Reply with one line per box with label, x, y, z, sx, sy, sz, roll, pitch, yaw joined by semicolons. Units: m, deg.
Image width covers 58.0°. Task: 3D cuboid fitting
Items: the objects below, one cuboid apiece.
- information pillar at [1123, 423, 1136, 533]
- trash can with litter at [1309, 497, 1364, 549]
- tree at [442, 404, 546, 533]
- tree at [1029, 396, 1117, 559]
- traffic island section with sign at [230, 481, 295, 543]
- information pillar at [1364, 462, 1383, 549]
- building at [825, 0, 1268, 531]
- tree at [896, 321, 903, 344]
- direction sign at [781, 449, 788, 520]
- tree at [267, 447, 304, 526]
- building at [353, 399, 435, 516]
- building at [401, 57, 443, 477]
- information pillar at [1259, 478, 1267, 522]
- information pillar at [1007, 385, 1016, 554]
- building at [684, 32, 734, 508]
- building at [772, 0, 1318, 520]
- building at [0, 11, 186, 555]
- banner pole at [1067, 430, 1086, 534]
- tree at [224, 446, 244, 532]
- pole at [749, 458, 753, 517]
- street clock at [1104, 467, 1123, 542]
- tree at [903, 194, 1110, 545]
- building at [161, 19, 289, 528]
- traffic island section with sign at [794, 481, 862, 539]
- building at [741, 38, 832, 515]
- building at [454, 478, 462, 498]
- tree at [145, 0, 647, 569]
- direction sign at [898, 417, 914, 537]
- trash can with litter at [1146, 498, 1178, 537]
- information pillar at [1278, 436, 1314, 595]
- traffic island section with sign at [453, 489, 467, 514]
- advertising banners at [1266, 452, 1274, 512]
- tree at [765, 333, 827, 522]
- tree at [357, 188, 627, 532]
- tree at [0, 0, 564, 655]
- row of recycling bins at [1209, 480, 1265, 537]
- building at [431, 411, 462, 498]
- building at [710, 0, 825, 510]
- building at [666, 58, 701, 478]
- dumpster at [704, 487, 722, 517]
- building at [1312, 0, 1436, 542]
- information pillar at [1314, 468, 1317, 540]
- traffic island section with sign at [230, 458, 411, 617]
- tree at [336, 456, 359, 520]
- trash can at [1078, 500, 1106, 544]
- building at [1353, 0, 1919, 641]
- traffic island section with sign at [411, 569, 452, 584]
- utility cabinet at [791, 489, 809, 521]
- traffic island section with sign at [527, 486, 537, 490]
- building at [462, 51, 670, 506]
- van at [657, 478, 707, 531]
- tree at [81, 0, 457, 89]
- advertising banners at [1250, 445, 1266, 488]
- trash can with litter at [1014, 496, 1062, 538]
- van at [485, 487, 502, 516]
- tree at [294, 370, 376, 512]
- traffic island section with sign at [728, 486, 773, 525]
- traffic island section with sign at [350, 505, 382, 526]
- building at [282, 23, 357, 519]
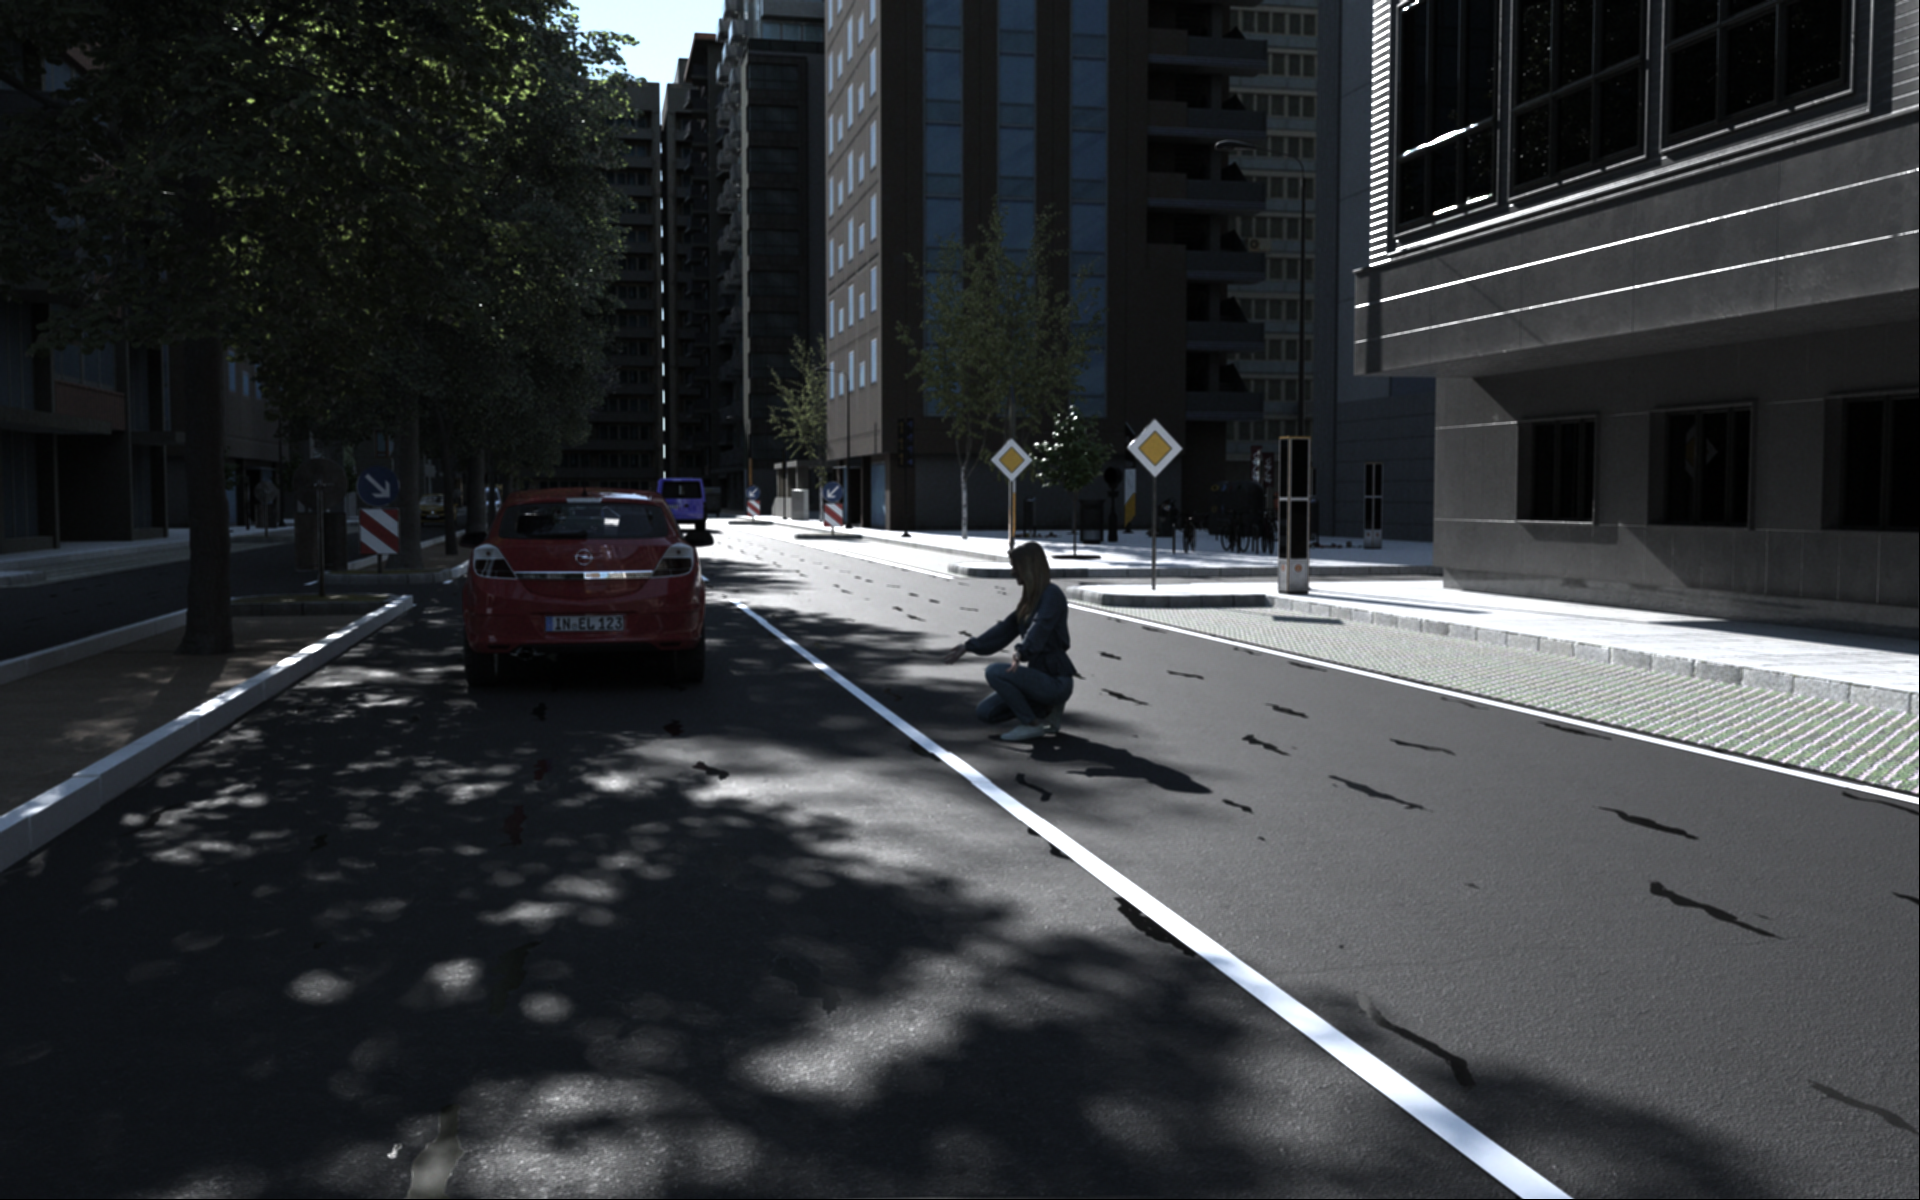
information pillar;5.564;-3.996;56.690;0.183;3.616;0.504;-2;4;-32
trash can with litter;8.725;-1.854;41.375;2.233;1.210;1.678;-1;4;-13
tree;-15.745;-6.386;57.226;4.737;8.622;4.395;0;3;0
tree;2.161;-2.441;34.515;1.663;3.219;1.824;0;3;0
traffic island section with sign;-20.674;-2.624;51.530;1.989;1.847;2.006;-1;4;-12
information pillar;9.644;-2.197;40.415;0.304;2.012;0.304;-2;4;-32
building;2.572;-25.489;66.856;14.600;45.320;14.200;-1;4;-12
tree;0.163;-6.010;48.633;4.737;8.622;4.395;0;3;0
direction sign;-8.774;-5.784;86.564;0.379;3.537;0.876;0;4;6
tree;-27.228;-4.676;71.050;1.663;3.219;1.824;0;3;0
building;-49.682;-16.318;111.839;27.650;21.520;28.899;-1;4;-12
building;-56.263;-33.579;138.261;28.713;52.752;27.495;-1;4;-12
information pillar;13.895;-4.587;79.496;0.304;2.012;0.304;-1;4;-21
information pillar;1.122;-2.800;37.139;0.183;3.616;0.504;0;4;-5
building;-14.921;-31.309;166.523;22.147;44.769;28.867;-1;4;-12
building;6.325;-24.684;95.469;32.217;40.220;23.993;-1;4;-12
building;-31.146;-23.563;39.885;22.147;44.769;28.867;-1;4;-12
banner pole;3.787;-4.013;55.623;0.401;3.779;0.863;3;5;44
tree;-25.021;-3.895;58.285;1.663;3.219;1.824;0;3;0
pole;-11.788;-6.342;97.538;0.158;3.312;0.155;0;3;0
street clock;4.107;-2.565;46.500;0.471;2.002;0.358;3;5;44
tree;1.543;-5.697;43.501;4.737;8.622;4.395;0;3;0
building;-35.715;-25.622;69.038;14.600;45.320;14.200;-1;4;-12
traffic island section with sign;-4.263;-2.853;55.267;1.989;1.847;2.006;-1;4;-12
building;-7.581;-21.000;115.049;14.160;30.474;14.107;-1;4;-12
building;-67.882;-30.697;193.774;23.993;40.220;32.217;-1;4;-12
tree;-10.348;-7.507;31.852;9.857;13.997;8.962;0;3;0
direction sign;-1.612;-3.637;51.464;0.379;3.537;0.876;-2;4;-32
trash can with litter;5.991;-2.465;51.685;0.624;1.170;1.055;-3;5;-42
information pillar;4.284;-1.084;22.214;0.304;2.012;0.304;-1;4;-15
traffic island section with sign;-36.992;-7.283;127.709;1.989;1.847;2.006;-1;4;-12
advertising banners;13.717;-4.690;72.871;2.074;3.025;0.090;0;4;3
tree;-6.517;-7.827;78.328;4.360;8.622;3.978;0;3;0
tree;-17.724;-9.326;65.303;12.009;13.543;11.850;0;3;0
tree;-6.913;-5.806;15.519;7.486;12.596;7.792;0;3;0
row of recycling bins;8.552;-2.834;53.453;1.069;1.692;3.534;-1;4;-8
building;-55.351;-29.531;166.426;14.086;41.232;14.154;-1;4;-12
building;-7.523;-31.687;137.696;23.786;49.044;30.456;-1;4;-12
building;-23.175;-35.145;198.320;21.600;48.544;21.300;-1;4;-12
dumpster;-15.695;-6.044;107.037;1.865;1.857;1.264;-1;4;-13
building;26.420;-30.845;46.323;28.212;58.520;21.231;-1;4;-12
information pillar;9.689;-2.665;48.064;0.304;2.012;0.304;2;4;35
traffic island section with sign;-7.910;-0.797;21.168;2.006;1.907;1.989;-1;4;-12
tree;-30.810;-5.677;87.417;1.663;3.219;1.824;0;3;0
trash can;3.392;-2.014;44.582;0.748;1.137;0.748;0;3;0
building;14.909;-11.643;9.436;14.314;24.678;30.058;-1;4;-12
traffic island section with sign;-9.451;-1.240;28.413;2.006;1.907;1.989;-1;4;-12
utility cabinet;-7.678;-4.547;83.029;0.318;1.500;1.173;-2;4;-35
traffic island section with sign;-25.193;-5.734;101.891;2.006;1.907;1.989;-1;4;-12
building;-44.416;-34.864;193.721;21.600;48.544;21.300;-1;4;-12
van;-11.128;-3.935;68.715;2.240;2.365;5.245;-1;4;-11
tree;-5.003;-4.362;8.186;8.767;10.594;7.601;-1;4;-12
advertising banners;9.974;-4.016;61.856;2.074;3.025;0.090;-2;4;-30
trash can with litter;2.388;-2.467;51.387;1.678;1.210;2.233;3;5;39
van;-26.097;-5.413;95.507;2.013;2.044;4.112;-1;4;-14
tree;-30.129;-8.108;82.921;4.360;8.622;3.978;0;3;0
traffic island section with sign;-9.920;-4.465;81.624;1.989;1.847;2.006;-1;4;-12
traffic island section with sign;-26.364;-4.251;78.139;1.989;1.847;2.006;-1;4;-12
building;-40.327;-24.904;90.779;14.154;41.232;14.086;-1;4;-12
